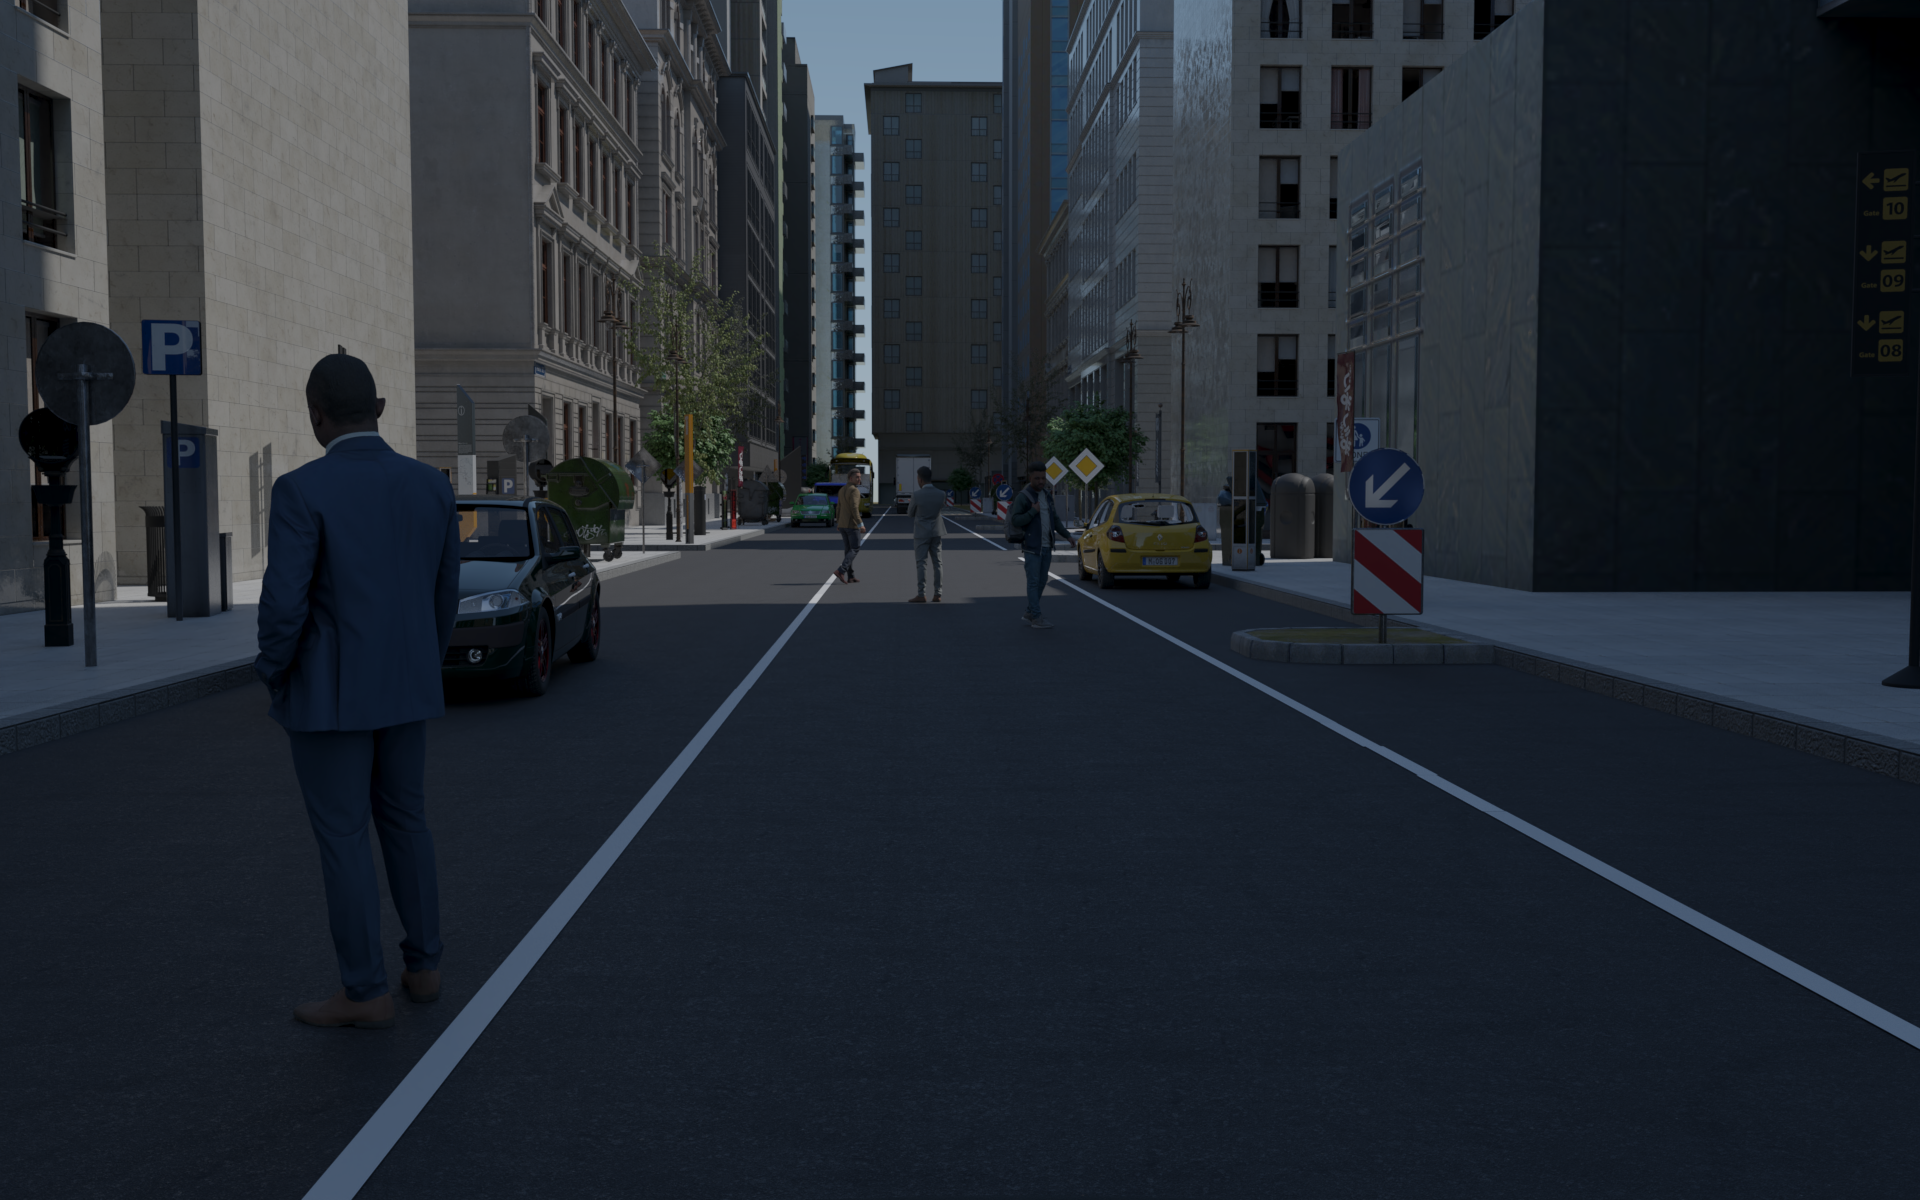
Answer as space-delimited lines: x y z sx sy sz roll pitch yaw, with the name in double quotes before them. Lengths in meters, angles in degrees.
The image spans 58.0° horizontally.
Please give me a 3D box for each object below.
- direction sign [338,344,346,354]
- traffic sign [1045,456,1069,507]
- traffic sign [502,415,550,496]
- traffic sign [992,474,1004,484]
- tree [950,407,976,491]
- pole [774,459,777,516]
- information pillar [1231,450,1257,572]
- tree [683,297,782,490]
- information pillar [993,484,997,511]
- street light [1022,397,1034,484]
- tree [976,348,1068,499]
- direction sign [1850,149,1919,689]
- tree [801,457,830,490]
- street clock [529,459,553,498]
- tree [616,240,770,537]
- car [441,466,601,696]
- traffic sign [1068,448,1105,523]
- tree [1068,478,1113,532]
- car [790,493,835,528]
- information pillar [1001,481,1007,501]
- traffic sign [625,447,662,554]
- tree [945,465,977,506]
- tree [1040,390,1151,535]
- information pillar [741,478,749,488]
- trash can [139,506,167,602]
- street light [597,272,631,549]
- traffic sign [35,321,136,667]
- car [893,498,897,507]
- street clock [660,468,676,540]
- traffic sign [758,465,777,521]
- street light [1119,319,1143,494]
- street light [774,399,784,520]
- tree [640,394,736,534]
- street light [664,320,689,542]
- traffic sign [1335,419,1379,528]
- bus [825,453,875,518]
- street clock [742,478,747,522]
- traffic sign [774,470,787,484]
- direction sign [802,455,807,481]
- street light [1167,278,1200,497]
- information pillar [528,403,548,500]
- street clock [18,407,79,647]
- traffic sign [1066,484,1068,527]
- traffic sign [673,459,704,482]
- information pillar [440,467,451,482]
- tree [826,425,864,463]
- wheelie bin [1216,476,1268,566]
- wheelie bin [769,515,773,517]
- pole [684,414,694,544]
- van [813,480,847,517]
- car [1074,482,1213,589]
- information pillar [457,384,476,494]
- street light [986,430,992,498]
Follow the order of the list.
"direction sign" -9.481 -2.121 26.684 0.379 3.537 0.876 -1 4 -13
"traffic sign" 2.462 -2.561 45.513 0.795 2.450 0.064 0 4 -2
"traffic sign" -7.000 -1.704 27.964 0.768 2.556 0.104 0 4 -1
"traffic sign" 2.366 -6.577 107.638 0.768 2.556 0.104 0 4 3
"tree" 1.367 -11.720 141.980 4.360 8.622 3.978 0 3 0
"pole" -10.837 -6.606 101.846 0.158 3.312 0.155 0 3 0
"information pillar" 4.720 -1.485 28.778 0.304 2.012 0.304 3 4 36
"tree" -8.862 -7.046 65.558 4.360 8.622 3.978 0 3 0
"information pillar" 2.493 -7.100 120.573 0.304 2.012 0.304 2 4 29
"street light" 3.230 -6.735 82.899 0.468 5.910 1.993 0 4 -2
"tree" 3.389 -8.336 86.649 4.360 8.622 3.978 0 3 0
"direction sign" 6.364 -1.190 11.453 0.876 3.537 0.379 1 4 16
"tree" -12.243 -10.260 151.465 4.285 4.588 4.351 0 3 0
"street clock" -8.600 -1.898 35.598 0.358 2.002 0.471 3 5 41
"tree" -8.051 -6.154 50.985 4.737 8.622 4.395 0 3 0
"car" -3.882 -0.225 13.467 2.009 1.686 4.222 0 4 -4
"traffic sign" 2.734 -2.073 37.532 0.795 2.450 0.064 0 4 -2
"tree" 4.502 -3.896 58.299 1.663 3.219 1.824 0 3 0
"car" -6.420 -4.087 75.619 1.959 1.807 4.718 0 4 -2
"information pillar" 2.429 -5.560 95.401 0.304 2.012 0.304 0 4 3
"traffic sign" -6.806 -2.054 37.229 0.795 2.450 0.064 0 4 -2
"tree" 0.058 -12.427 186.902 4.285 4.588 4.351 0 3 0
"tree" 4.312 -4.343 54.724 4.285 4.588 4.351 0 3 0
"information pillar" -9.892 -4.593 79.581 0.304 2.012 0.304 -1 4 -20
"trash can" -9.447 -0.561 20.821 0.748 1.137 0.748 0 3 0
"street light" -7.233 -3.886 36.317 0.468 5.910 1.993 0 4 -2
"traffic sign" -6.471 -0.778 12.820 0.768 2.556 0.104 0 4 3
"car" -6.434 -11.080 193.164 2.014 1.417 4.499 0 4 -4
"street clock" -8.108 -2.674 48.296 0.471 2.002 0.358 -1 4 -14
"traffic sign" -8.512 -4.680 76.526 0.884 2.594 0.081 0 4 2
"street light" 4.520 -4.469 45.860 0.468 5.910 1.993 0 4 -2
"street light" -8.807 -6.838 84.595 0.468 5.910 1.993 0 4 -2
"tree" -8.875 -4.441 56.329 4.285 4.588 4.351 0 3 0
"street light" -7.536 -4.489 46.177 0.468 5.910 1.993 0 4 -2
"traffic sign" 5.326 -1.295 23.303 0.606 2.300 0.079 0 4 3
"bus" -6.699 -7.104 107.694 2.896 3.916 12.252 0 4 -2
"street clock" -9.771 -4.535 78.723 0.358 2.002 0.471 -1 4 -9
"traffic sign" -9.337 -5.475 89.624 0.768 2.556 0.104 0 4 7
"direction sign" -9.222 -6.619 100.214 0.876 3.537 0.379 2 4 34
"street light" 4.787 -3.940 37.201 0.468 5.910 1.993 0 4 -2
"information pillar" -10.916 -3.268 44.794 0.504 3.616 0.183 0 4 -7
"street clock" -7.611 -0.612 14.576 0.471 2.002 0.358 -1 4 -15
"traffic sign" 4.114 -4.071 66.665 0.768 2.556 0.104 0 4 0
"traffic sign" -7.078 -2.542 45.209 0.795 2.450 0.064 0 4 -2
"information pillar" -14.158 -2.643 47.709 0.304 2.012 0.304 -1 4 -15
"tree" -12.179 -14.236 183.125 4.360 8.622 3.978 0 3 0
"wheelie bin" 5.006 -1.410 30.963 0.980 1.594 0.693 -2 4 -25
"wheelie bin" -10.982 -5.536 98.419 0.980 1.594 0.693 1 4 9
"pole" -6.955 -3.096 44.462 0.158 3.312 0.155 0 3 0
"van" -6.652 -5.237 90.015 2.240 2.365 5.245 0 4 -1
"car" 2.880 -1.065 27.637 2.015 1.641 3.980 0 4 -3
"information pillar" -10.528 -2.789 36.949 0.504 3.616 0.183 2 4 34
"street light" 1.993 -9.008 120.065 0.468 5.910 1.993 0 4 -2
